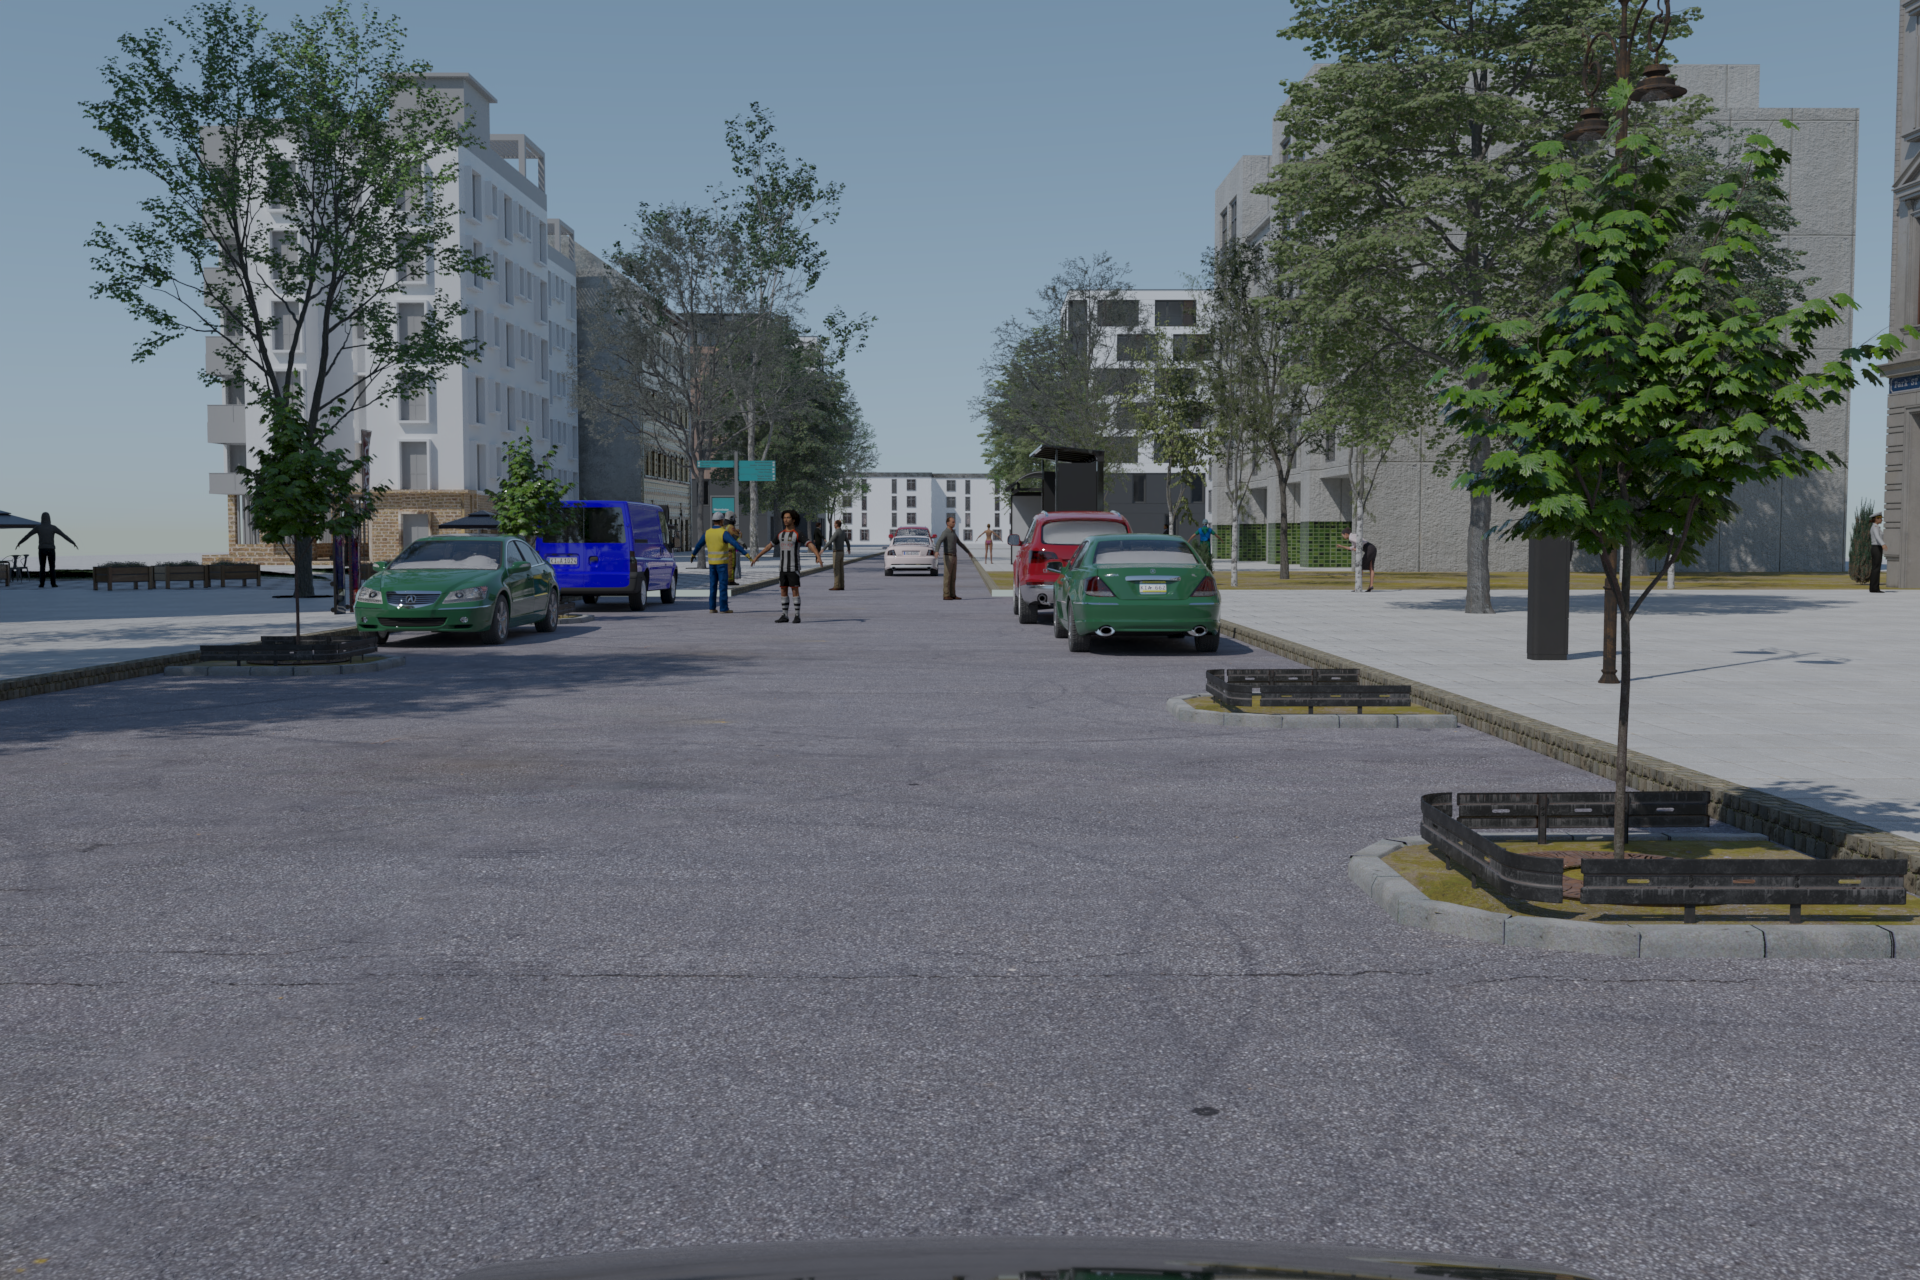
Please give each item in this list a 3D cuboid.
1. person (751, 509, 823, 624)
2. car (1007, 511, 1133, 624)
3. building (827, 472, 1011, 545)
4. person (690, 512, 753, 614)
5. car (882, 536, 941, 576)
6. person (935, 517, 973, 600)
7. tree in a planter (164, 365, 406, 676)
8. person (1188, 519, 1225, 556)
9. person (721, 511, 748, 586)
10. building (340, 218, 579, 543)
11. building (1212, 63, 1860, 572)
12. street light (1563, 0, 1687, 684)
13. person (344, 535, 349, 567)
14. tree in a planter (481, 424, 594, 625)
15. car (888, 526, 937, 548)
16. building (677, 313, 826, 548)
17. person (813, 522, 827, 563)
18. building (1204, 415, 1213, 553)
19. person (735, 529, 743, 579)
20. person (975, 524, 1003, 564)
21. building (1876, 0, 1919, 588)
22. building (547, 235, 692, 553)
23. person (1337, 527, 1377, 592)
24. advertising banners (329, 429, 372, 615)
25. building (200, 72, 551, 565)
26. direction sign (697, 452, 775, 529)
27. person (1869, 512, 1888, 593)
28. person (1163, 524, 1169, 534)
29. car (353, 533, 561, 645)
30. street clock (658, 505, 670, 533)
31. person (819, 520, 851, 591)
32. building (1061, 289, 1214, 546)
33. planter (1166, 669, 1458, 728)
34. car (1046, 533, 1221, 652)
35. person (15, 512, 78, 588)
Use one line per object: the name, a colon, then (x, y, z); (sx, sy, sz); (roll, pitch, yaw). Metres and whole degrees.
person: (-2.750, -1.178, 27.865); (1.345, 1.843, 0.704); (2, 4, 26)
car: (1.948, -1.252, 29.137); (2.281, 1.827, 5.304); (0, 4, 0)
building: (-3.935, -17.794, 235.529); (28.070, 9.664, 9.099); (0, 4, -2)
person: (-4.349, -1.400, 31.323); (1.349, 1.833, 0.705); (2, 4, 26)
car: (-1.688, -2.934, 60.330); (2.083, 1.381, 4.827); (0, 4, -1)
person: (-0.189, -1.766, 37.611); (0.705, 1.796, 1.348); (2, 4, 35)
tree in a planter: (-7.070, -1.295, 18.403); (1.991, 3.239, 1.994); (0, 4, 0)
person: (8.785, -3.418, 62.012); (1.347, 1.817, 0.704); (1, 4, 15)
person: (-5.692, -2.282, 43.078); (0.705, 1.858, 1.354); (-2, 4, -34)
building: (-28.599, -14.541, 94.170); (16.016, 20.090, 11.380); (0, 4, 0)
building: (21.603, -12.691, 73.955); (16.747, 18.905, 31.486); (0, 4, 0)
street light: (5.588, -2.565, 14.732); (0.468, 5.910, 1.993); (0, 3, 0)
person: (-24.041, -3.801, 68.081); (0.705, 1.837, 1.347); (0, 4, 1)
tree in a planter: (-7.069, -1.894, 28.193); (1.991, 3.239, 1.994); (0, 4, 1)
car: (-2.215, -4.463, 81.643); (2.281, 1.827, 5.304); (0, 4, -1)
building: (-28.623, -20.333, 176.415); (27.936, 21.610, 32.646); (0, 4, -1)
person: (-6.291, -4.350, 77.316); (0.705, 1.806, 1.347); (-2, 4, -27)
building: (21.509, -10.096, 107.218); (9.099, 9.664, 28.070); (0, 4, 0)
person: (-6.416, -2.456, 49.426); (0.599, 1.433, 0.991); (2, 4, 24)
person: (1.256, -4.155, 74.740); (1.217, 1.733, 0.721); (1, 4, 11)
building: (27.372, -11.944, 31.441); (11.583, 22.565, 21.152); (0, 4, 0)
building: (-29.149, -17.556, 117.977); (19.493, 23.208, 18.063); (0, 4, 1)
person: (8.811, -1.783, 38.379); (0.799, 1.438, 0.628); (0, 4, -5)
advertising banners: (-9.952, -1.970, 28.404); (0.090, 3.025, 2.074); (0, 4, -1)
building: (-25.137, -13.215, 72.488); (16.016, 20.090, 11.380); (0, 4, 0)
direction sign: (-7.238, -4.156, 56.719); (2.525, 3.948, 1.411); (0, 4, 0)
person: (20.090, -1.917, 37.800); (0.721, 1.778, 1.216); (1, 4, 21)
person: (9.321, -4.429, 79.132); (0.721, 1.740, 1.216); (1, 4, 9)
car: (-6.844, -0.744, 23.970); (2.131, 1.459, 4.920); (0, 4, 0)
street clock: (-7.367, -2.353, 43.045); (0.358, 2.002, 0.471); (0, 4, 1)
person: (-3.112, -2.156, 43.977); (0.705, 1.796, 1.348); (2, 4, 29)
building: (23.087, -19.388, 160.965); (27.936, 21.610, 32.646); (0, 4, 0)
planter: (2.679, 0.450, 13.778); (1.991, 0.319, 1.994); (0, 4, 0)
car: (2.221, -0.651, 22.445); (2.131, 1.459, 4.920); (0, 4, -1)
person: (-21.925, -2.169, 41.585); (1.348, 1.813, 0.705); (-2, 4, -25)
